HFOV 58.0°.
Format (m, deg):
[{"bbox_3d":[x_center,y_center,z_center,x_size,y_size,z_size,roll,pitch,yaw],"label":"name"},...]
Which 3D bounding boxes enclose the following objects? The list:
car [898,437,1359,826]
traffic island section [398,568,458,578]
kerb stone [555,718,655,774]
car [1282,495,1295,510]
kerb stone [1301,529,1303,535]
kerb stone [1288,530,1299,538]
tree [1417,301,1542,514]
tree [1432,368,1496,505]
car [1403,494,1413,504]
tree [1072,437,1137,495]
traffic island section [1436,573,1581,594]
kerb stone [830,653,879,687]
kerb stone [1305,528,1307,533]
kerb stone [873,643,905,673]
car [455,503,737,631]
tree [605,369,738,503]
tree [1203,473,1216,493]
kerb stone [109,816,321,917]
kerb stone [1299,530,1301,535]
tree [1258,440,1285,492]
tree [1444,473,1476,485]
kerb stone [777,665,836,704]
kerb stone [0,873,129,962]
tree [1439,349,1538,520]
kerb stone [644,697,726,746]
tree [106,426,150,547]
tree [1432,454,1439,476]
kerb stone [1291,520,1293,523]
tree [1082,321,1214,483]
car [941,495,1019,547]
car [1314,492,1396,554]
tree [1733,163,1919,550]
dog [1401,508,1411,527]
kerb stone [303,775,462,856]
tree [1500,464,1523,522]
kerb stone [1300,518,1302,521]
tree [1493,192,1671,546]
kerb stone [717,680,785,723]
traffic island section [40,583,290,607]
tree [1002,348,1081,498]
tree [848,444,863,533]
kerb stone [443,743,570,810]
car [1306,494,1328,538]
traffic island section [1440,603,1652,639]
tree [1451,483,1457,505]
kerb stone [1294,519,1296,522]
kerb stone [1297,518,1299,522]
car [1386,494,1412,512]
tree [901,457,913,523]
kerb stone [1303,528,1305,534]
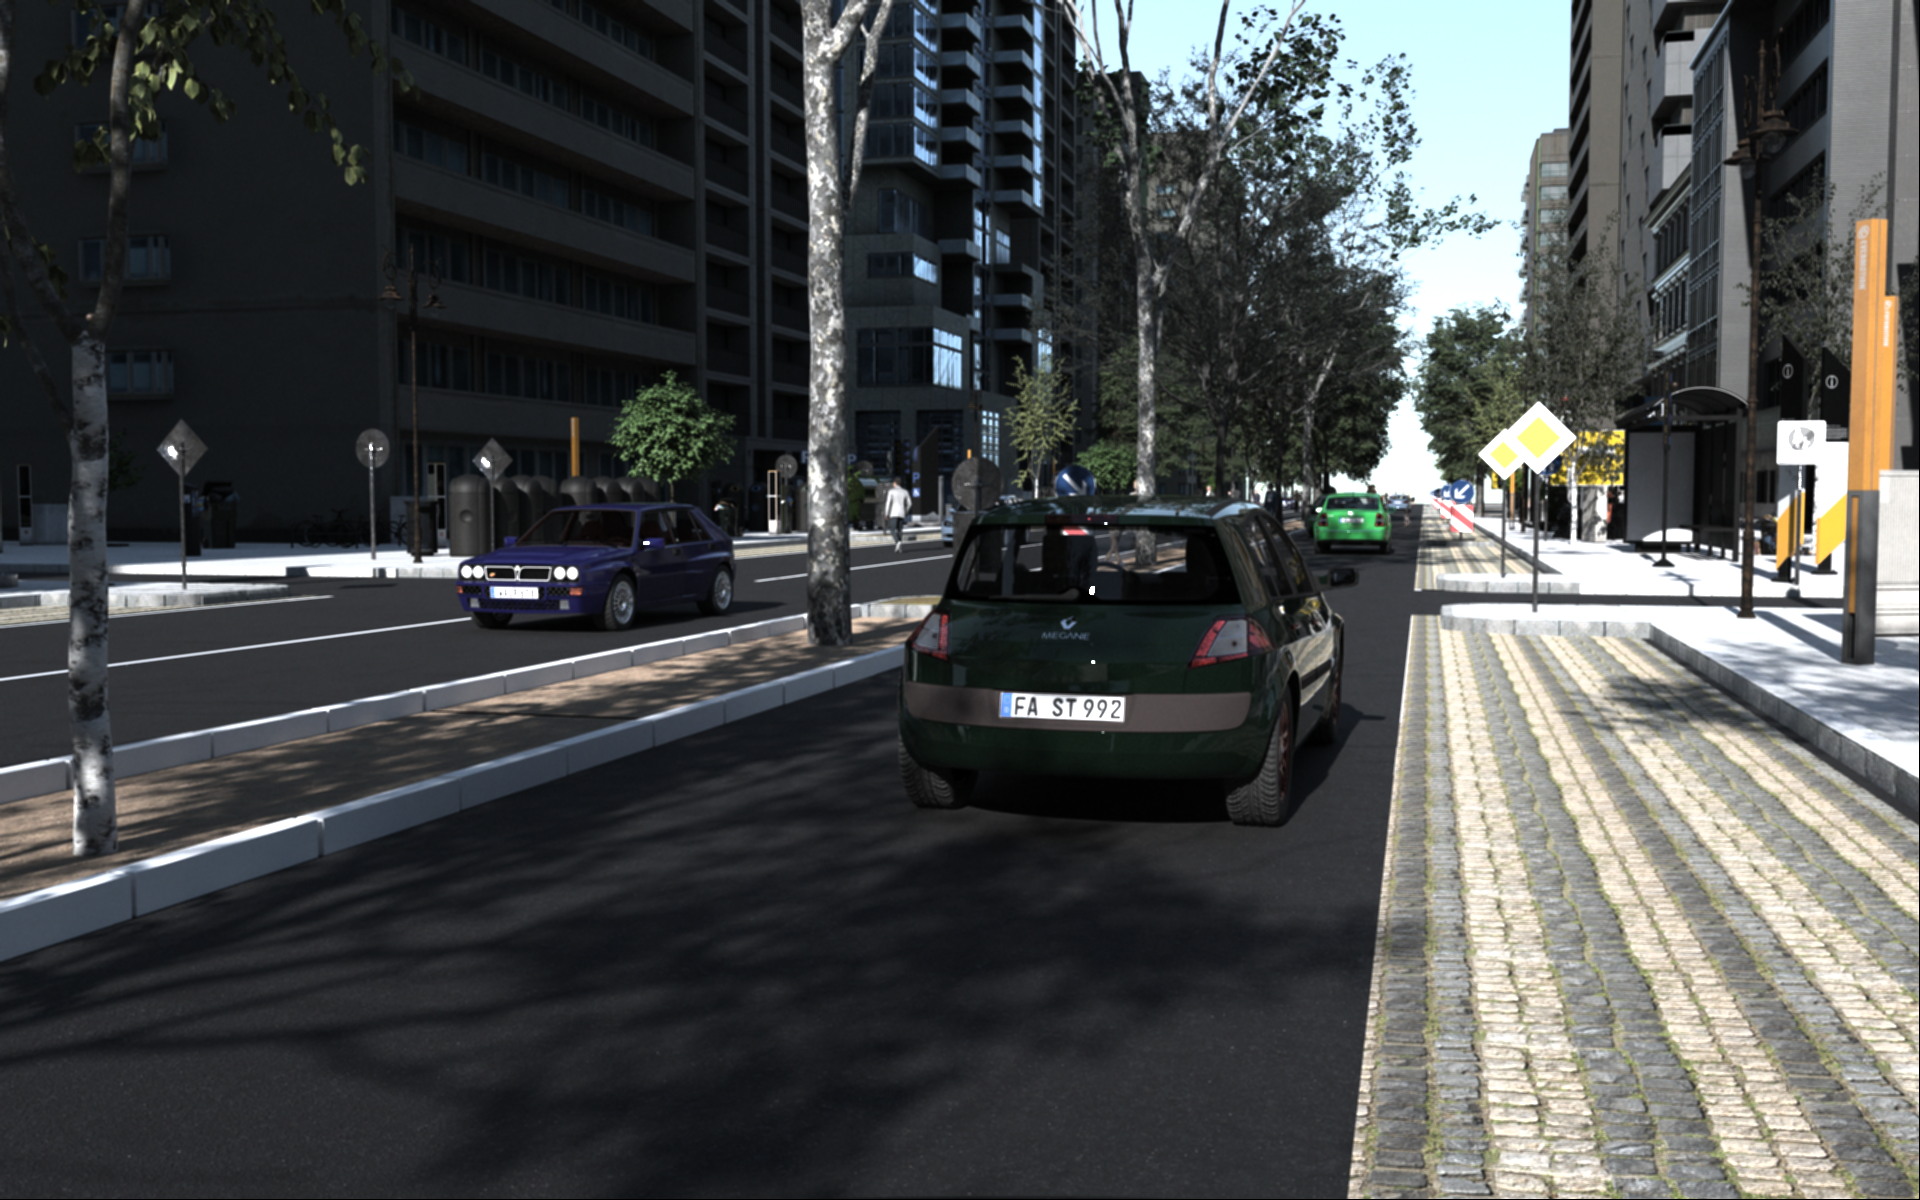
[{"bbox_3d":[1.010,0.047,9.021,2.009,1.686,4.222,1,4,17],"label":"car"},{"bbox_3d":[-8.371,-0.533,30.988,2.009,0.180,2.903,1,4,15],"label":"traffic island section"},{"bbox_3d":[-1.927,0.787,9.332,0.120,0.150,1.000,1,4,15],"label":"kerb stone"},{"bbox_3d":[30.167,-9.060,160.711,1.945,1.354,3.894,1,4,14],"label":"car"},{"bbox_3d":[11.762,-2.329,60.307,0.120,0.150,1.000,1,4,15],"label":"kerb stone"},{"bbox_3d":[11.232,-2.208,58.329,0.120,0.150,1.000,1,4,15],"label":"kerb stone"},{"bbox_3d":[34.240,-12.650,113.487,9.857,13.997,8.962,0,3,0],"label":"tree"},{"bbox_3d":[45.886,-14.452,154.422,7.486,12.596,7.792,0,3,0],"label":"tree"},{"bbox_3d":[41.098,-9.221,160.983,2.015,1.641,3.980,1,4,14],"label":"car"},{"bbox_3d":[8.145,-7.140,100.450,4.285,4.588,4.351,0,3,0],"label":"tree"},{"bbox_3d":[8.330,-0.259,26.517,2.009,0.180,2.903,1,4,15],"label":"traffic island section"},{"bbox_3d":[-0.854,0.545,13.281,0.120,0.150,1.000,1,4,15],"label":"kerb stone"},{"bbox_3d":[12.294,-2.452,62.280,0.120,0.150,1.000,1,4,15],"label":"kerb stone"},{"bbox_3d":[-0.599,0.492,14.271,0.120,0.150,1.000,1,4,15],"label":"kerb stone"},{"bbox_3d":[-3.981,-0.421,19.468,1.945,1.354,3.894,1,4,17],"label":"car"},{"bbox_3d":[-7.572,-3.749,45.016,4.285,4.588,4.351,0,3,0],"label":"tree"},{"bbox_3d":[22.853,-9.928,156.917,1.663,3.219,1.824,0,3,0],"label":"tree"},{"bbox_3d":[-2.719,0.968,6.363,0.120,0.150,1.000,1,4,15],"label":"kerb stone"},{"bbox_3d":[11.500,-2.270,59.316,0.120,0.150,1.000,1,4,15],"label":"kerb stone"},{"bbox_3d":[37.946,-16.036,212.550,4.737,8.622,4.395,0,3,0],"label":"tree"},{"bbox_3d":[47.559,-11.072,164.733,4.285,4.588,4.351,0,3,0],"label":"tree"},{"bbox_3d":[-1.121,0.606,12.294,0.120,0.150,1.000,1,4,15],"label":"kerb stone"},{"bbox_3d":[-2.982,1.029,5.375,0.120,0.150,1.000,1,4,15],"label":"kerb stone"},{"bbox_3d":[27.197,-8.349,86.875,4.737,8.622,4.395,0,3,0],"label":"tree"},{"bbox_3d":[-1.658,0.728,10.319,0.120,0.150,1.000,1,4,15],"label":"kerb stone"},{"bbox_3d":[-20.982,-2.917,42.292,1.663,3.219,1.824,0,3,0],"label":"tree"},{"bbox_3d":[42.479,-11.812,143.493,4.737,8.622,4.395,0,3,0],"label":"tree"},{"bbox_3d":[15.853,-3.757,83.649,0.120,0.150,1.000,1,4,15],"label":"kerb stone"},{"bbox_3d":[13.061,-13.065,120.266,9.857,13.997,8.962,0,3,0],"label":"tree"},{"bbox_3d":[0.774,-2.199,47.954,2.014,1.417,4.499,1,4,14],"label":"car"},{"bbox_3d":[9.712,-2.070,42.638,1.959,1.807,4.718,1,4,15],"label":"car"},{"bbox_3d":[19.863,-5.448,39.439,4.360,8.622,3.978,0,3,0],"label":"tree"},{"bbox_3d":[19.591,-3.636,76.291,0.800,0.831,0.513,-3,4,-36],"label":"dog"},{"bbox_3d":[-2.447,0.909,7.353,0.120,0.150,1.000,1,4,15],"label":"kerb stone"},{"bbox_3d":[25.740,-5.254,80.509,1.663,3.219,1.824,0,3,0],"label":"tree"},{"bbox_3d":[17.447,-4.122,89.597,0.120,0.150,1.000,1,4,15],"label":"kerb stone"},{"bbox_3d":[15.027,-5.611,42.096,4.360,8.622,3.978,0,3,0],"label":"tree"},{"bbox_3d":[-1.391,0.666,11.305,0.120,0.150,1.000,1,4,15],"label":"kerb stone"},{"bbox_3d":[-10.441,-0.061,23.275,2.009,0.180,2.903,1,4,15],"label":"traffic island section"},{"bbox_3d":[3.965,-8.402,87.738,4.737,8.622,4.395,0,3,0],"label":"tree"},{"bbox_3d":[-3.977,-3.788,56.534,1.663,3.219,1.824,0,3,0],"label":"tree"},{"bbox_3d":[-2.187,0.847,8.343,0.120,0.150,1.000,1,4,15],"label":"kerb stone"},{"bbox_3d":[12.629,-2.810,57.734,2.131,1.459,4.920,1,4,17],"label":"car"},{"bbox_3d":[6.260,0.213,18.804,2.009,0.180,2.903,1,4,15],"label":"traffic island section"},{"bbox_3d":[59.563,-13.127,209.228,1.663,3.219,1.824,0,3,0],"label":"tree"},{"bbox_3d":[16.388,-3.879,85.634,0.120,0.150,1.000,1,4,15],"label":"kerb stone"},{"bbox_3d":[16.918,-4.001,87.612,0.120,0.150,1.000,1,4,15],"label":"kerb stone"},{"bbox_3d":[34.540,-7.603,136.316,2.014,1.417,4.499,1,4,17],"label":"car"},{"bbox_3d":[-1.769,-4.995,76.265,1.663,3.219,1.824,0,3,0],"label":"tree"},{"bbox_3d":[12.025,-2.391,61.294,0.120,0.150,1.000,1,4,15],"label":"kerb stone"}]
